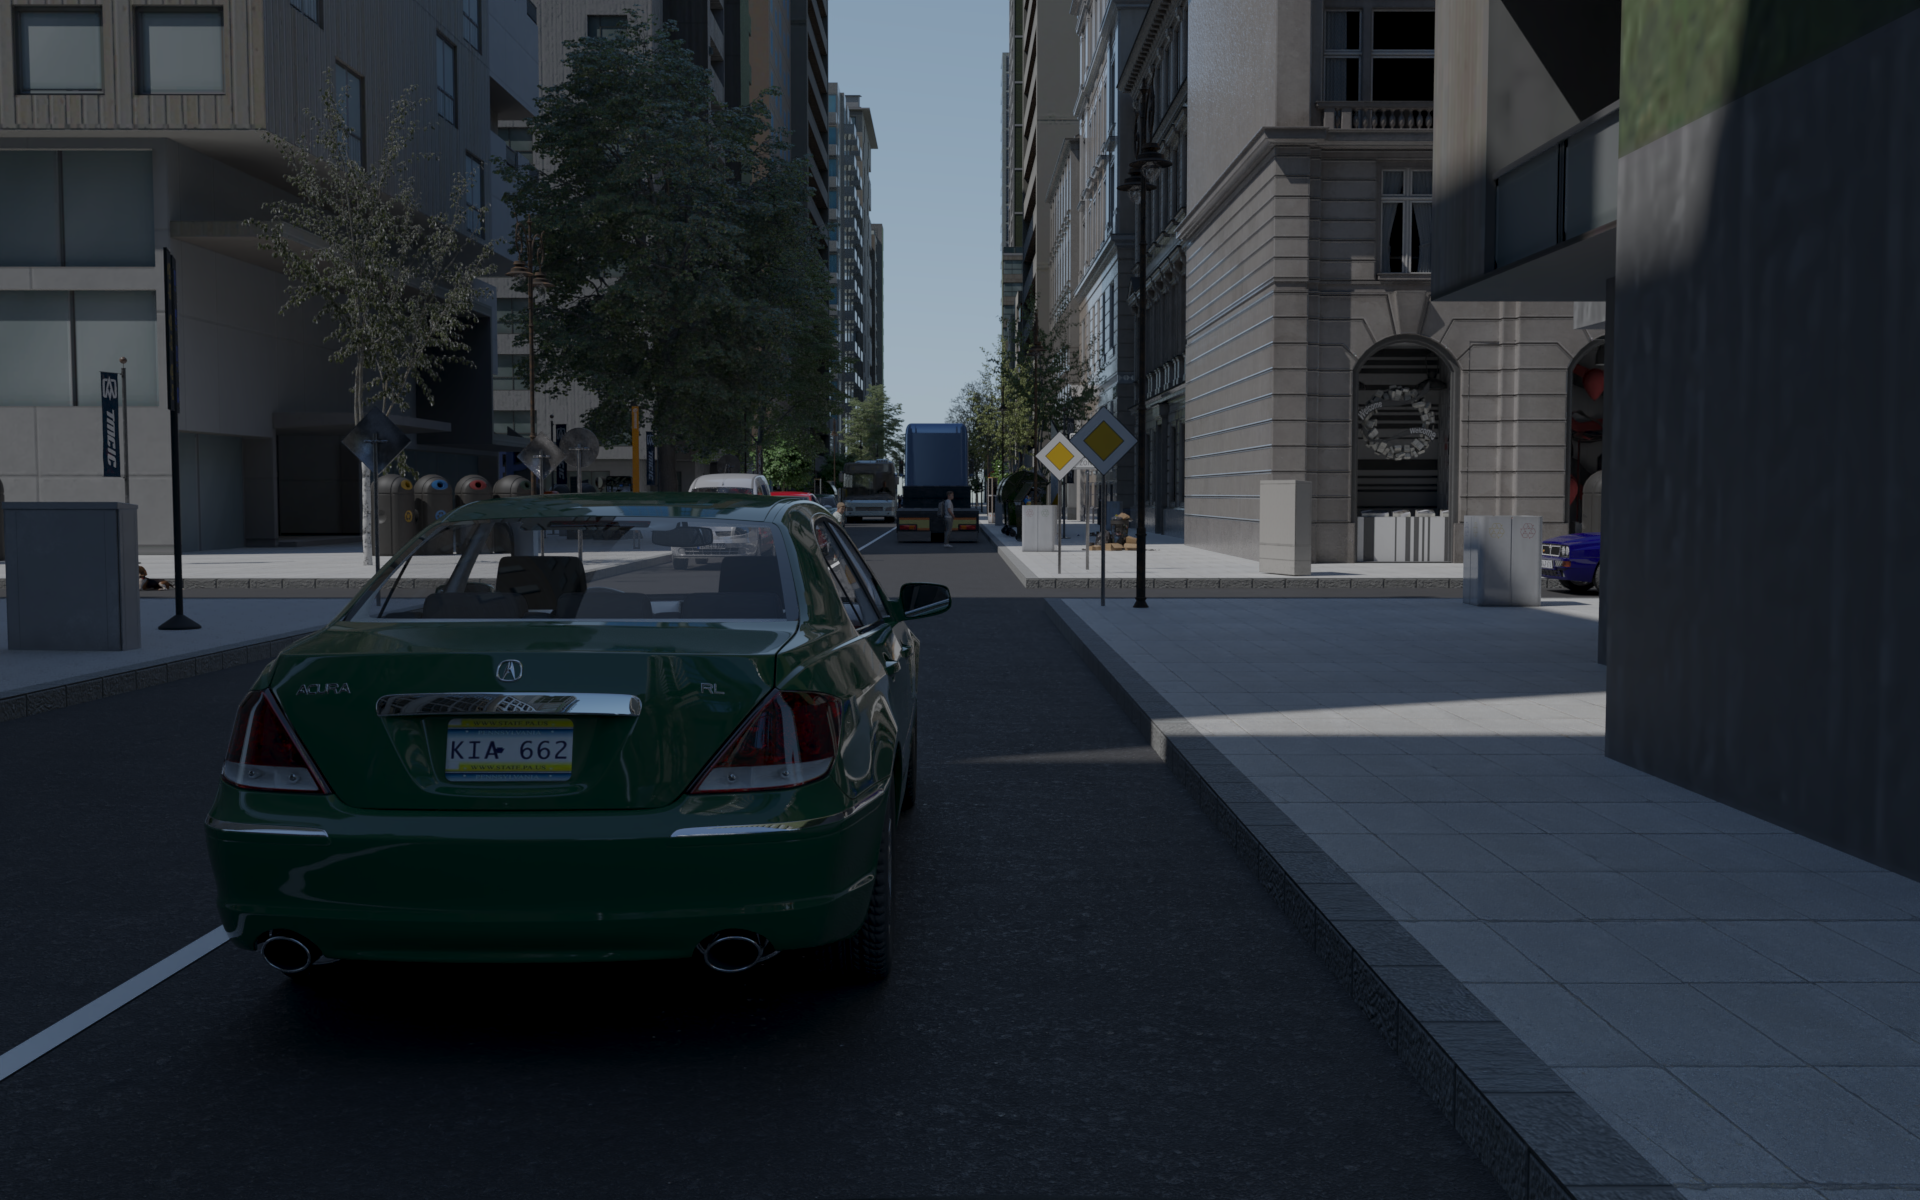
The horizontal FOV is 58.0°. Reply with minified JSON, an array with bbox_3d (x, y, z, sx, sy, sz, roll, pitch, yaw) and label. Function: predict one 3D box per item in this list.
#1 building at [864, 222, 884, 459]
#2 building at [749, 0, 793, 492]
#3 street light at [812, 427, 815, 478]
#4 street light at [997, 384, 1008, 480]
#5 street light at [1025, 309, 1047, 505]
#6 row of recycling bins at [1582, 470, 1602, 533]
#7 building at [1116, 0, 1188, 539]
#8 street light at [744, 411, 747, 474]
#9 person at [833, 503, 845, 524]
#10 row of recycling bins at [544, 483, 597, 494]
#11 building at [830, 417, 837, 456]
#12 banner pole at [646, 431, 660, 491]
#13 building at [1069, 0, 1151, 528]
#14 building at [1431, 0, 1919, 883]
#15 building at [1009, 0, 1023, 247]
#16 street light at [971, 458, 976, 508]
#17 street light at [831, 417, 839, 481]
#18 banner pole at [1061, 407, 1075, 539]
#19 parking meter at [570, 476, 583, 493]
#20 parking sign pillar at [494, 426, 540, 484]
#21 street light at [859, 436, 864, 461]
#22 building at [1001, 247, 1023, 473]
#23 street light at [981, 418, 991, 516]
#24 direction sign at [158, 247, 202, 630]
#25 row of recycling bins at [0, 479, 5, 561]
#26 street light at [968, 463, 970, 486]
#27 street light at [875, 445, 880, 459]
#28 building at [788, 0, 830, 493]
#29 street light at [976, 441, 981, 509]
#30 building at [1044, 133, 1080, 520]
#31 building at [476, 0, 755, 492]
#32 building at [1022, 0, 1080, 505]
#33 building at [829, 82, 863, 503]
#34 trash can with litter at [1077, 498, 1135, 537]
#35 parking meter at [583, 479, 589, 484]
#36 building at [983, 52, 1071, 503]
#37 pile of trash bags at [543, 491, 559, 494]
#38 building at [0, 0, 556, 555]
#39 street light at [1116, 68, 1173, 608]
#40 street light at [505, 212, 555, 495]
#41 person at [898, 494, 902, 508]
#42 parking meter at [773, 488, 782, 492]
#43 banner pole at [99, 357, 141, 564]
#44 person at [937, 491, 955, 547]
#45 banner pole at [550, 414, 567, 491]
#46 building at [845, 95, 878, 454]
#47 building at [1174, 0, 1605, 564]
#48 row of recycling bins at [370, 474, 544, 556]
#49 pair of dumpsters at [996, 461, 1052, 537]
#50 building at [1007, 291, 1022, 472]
[{"bbox_3d":[-18.462,-34.918,254.504,14.154,41.232,14.086,0,4,0],"label":"building"},{"bbox_3d":[-18.278,-28.134,110.106,14.600,45.320,14.200,0,4,0],"label":"building"},{"bbox_3d":[-7.442,-7.084,88.610,0.468,5.910,1.993,0,4,0],"label":"street light"},{"bbox_3d":[1.805,-6.119,72.836,0.468,5.910,1.993,0,4,0],"label":"street light"},{"bbox_3d":[1.898,-4.325,43.495,0.468,5.910,1.993,0,4,0],"label":"street light"},{"bbox_3d":[12.216,-1.328,28.820,3.534,1.692,1.069,1,4,22],"label":"row of recycling bins"},{"bbox_3d":[11.078,-11.626,54.716,10.561,19.102,19.286,0,4,0],"label":"building"},{"bbox_3d":[-7.272,-5.252,58.660,0.468,5.910,1.993,0,4,0],"label":"street light"},{"bbox_3d":[-2.611,-1.457,37.002,0.352,1.250,0.332,0,4,7],"label":"person"},{"bbox_3d":[-15.187,-3.472,63.876,3.534,1.692,1.069,-1,4,-18],"label":"row of recycling bins"},{"bbox_3d":[-21.885,-51.420,153.384,22.319,86.520,31.000,0,4,0],"label":"building"},{"bbox_3d":[-10.774,-4.340,60.980,0.401,3.779,0.863,2,4,32],"label":"banner pole"},{"bbox_3d":[11.984,-17.626,74.092,13.634,28.700,20.117,0,4,0],"label":"building"},{"bbox_3d":[10.159,-19.898,8.934,14.154,41.232,14.086,0,4,0],"label":"building"},{"bbox_3d":[14.525,-47.819,220.085,20.563,71.187,20.611,0,4,0],"label":"building"},{"bbox_3d":[1.373,-10.827,149.807,0.468,5.910,1.993,0,4,0],"label":"street light"},{"bbox_3d":[-7.560,-8.055,104.487,0.468,5.910,1.993,0,4,0],"label":"street light"},{"bbox_3d":[3.119,-3.671,50.043,0.401,3.779,0.863,2,4,30],"label":"banner pole"},{"bbox_3d":[-12.742,-3.158,57.345,0.255,1.863,0.399,0,4,-1],"label":"parking meter"},{"bbox_3d":[-17.367,-4.911,68.764,1.447,3.967,1.447,1,4,9],"label":"parking sign pillar"},{"bbox_3d":[-7.656,-9.866,134.097,0.468,5.910,1.993,0,4,0],"label":"street light"},{"bbox_3d":[11.832,-26.397,203.285,14.160,30.474,14.107,0,4,0],"label":"building"},{"bbox_3d":[1.661,-7.911,102.128,0.468,5.910,1.993,0,4,0],"label":"street light"},{"bbox_3d":[-7.425,-1.491,16.377,0.379,3.537,0.876,-1,4,-19],"label":"direction sign"},{"bbox_3d":[-18.749,-1.512,31.831,1.069,1.692,3.534,0,4,1],"label":"row of recycling bins"},{"bbox_3d":[1.272,-12.619,179.100,0.468,5.910,1.993,0,4,0],"label":"street light"},{"bbox_3d":[-7.804,-11.687,163.876,0.468,5.910,1.993,0,4,0],"label":"street light"},{"bbox_3d":[-21.082,-30.856,128.204,21.300,48.544,21.600,0,4,0],"label":"building"},{"bbox_3d":[1.530,-9.035,120.514,0.468,5.910,1.993,0,4,0],"label":"street light"},{"bbox_3d":[9.913,-14.943,93.474,9.793,20.994,18.267,0,4,0],"label":"building"},{"bbox_3d":[-17.912,-19.124,84.381,14.160,30.474,14.107,0,4,0],"label":"building"},{"bbox_3d":[15.247,-30.059,115.171,21.300,48.544,21.600,0,4,0],"label":"building"},{"bbox_3d":[-23.034,-35.754,204.183,23.786,49.044,30.456,0,4,0],"label":"building"},{"bbox_3d":[4.389,-2.559,52.890,1.678,1.210,2.233,0,4,-5],"label":"trash can with litter"},{"bbox_3d":[-14.514,-3.733,66.749,0.399,1.863,0.255,-1,4,-16],"label":"parking meter"},{"bbox_3d":[14.764,-57.046,245.376,22.319,86.520,31.000,0,4,0],"label":"building"},{"bbox_3d":[-10.765,-2.452,49.844,3.447,1.369,1.912,2,4,32],"label":"pile of trash bags"},{"bbox_3d":[-27.529,-27.991,46.891,28.713,52.752,27.495,0,4,0],"label":"building"},{"bbox_3d":[2.043,-2.851,19.400,0.468,5.910,1.993,0,4,0],"label":"street light"},{"bbox_3d":[-7.106,-3.424,28.771,0.468,5.910,1.993,0,4,0],"label":"street light"},{"bbox_3d":[-5.508,-8.863,156.597,0.628,1.438,0.799,-1,4,-22],"label":"person"},{"bbox_3d":[-7.772,-3.999,73.797,0.372,1.533,0.369,0,3,0],"label":"parking meter"},{"bbox_3d":[-15.298,-2.535,31.457,0.401,3.779,0.863,1,4,11],"label":"banner pole"},{"bbox_3d":[-0.322,-2.189,46.892,0.503,1.515,0.523,3,5,42],"label":"person"},{"bbox_3d":[-12.636,-3.940,54.433,0.863,3.779,0.401,2,4,32],"label":"banner pole"},{"bbox_3d":[-25.789,-39.380,233.103,28.713,52.752,27.495,0,4,0],"label":"building"},{"bbox_3d":[17.179,-11.931,36.865,24.055,21.916,13.314,0,4,0],"label":"building"},{"bbox_3d":[-10.776,-1.817,36.822,3.534,1.692,1.069,-3,5,-39],"label":"row of recycling bins"},{"bbox_3d":[1.974,-3.130,53.676,1.574,2.255,4.437,0,4,0],"label":"pair of dumpsters"},{"bbox_3d":[18.679,-19.373,161.788,27.650,21.520,28.899,0,4,0],"label":"building"}]
